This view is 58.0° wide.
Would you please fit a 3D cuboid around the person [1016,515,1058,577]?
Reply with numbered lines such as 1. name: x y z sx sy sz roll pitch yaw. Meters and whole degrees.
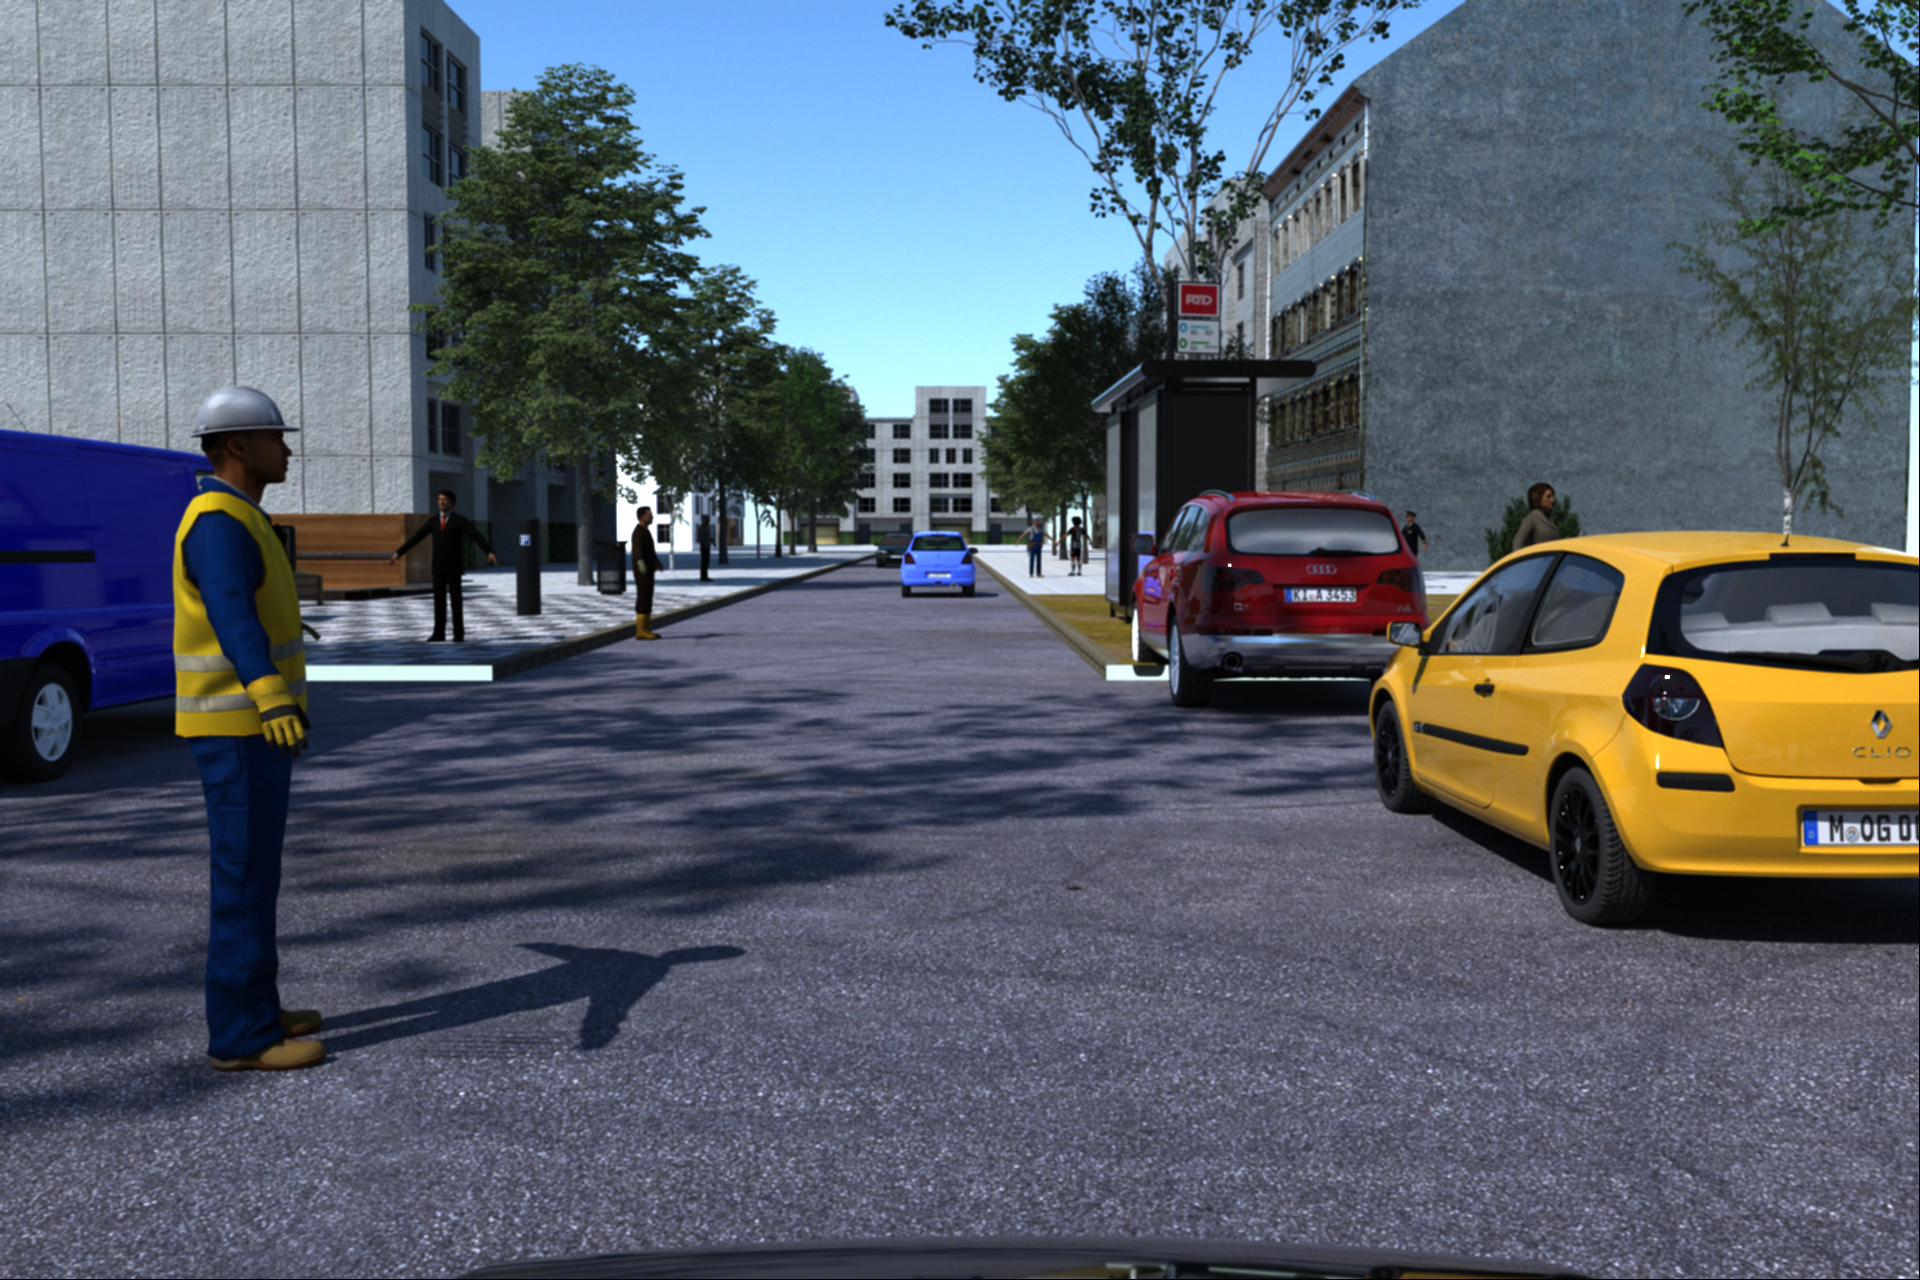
1. person: 2.252 -2.783 51.360 1.347 1.847 0.705 -1 4 -20

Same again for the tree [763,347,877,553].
1. tree: -9.985 -12.894 117.475 9.857 13.997 8.962 0 3 0

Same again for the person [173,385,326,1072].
1. person: -1.924 0.225 4.745 0.705 1.833 1.349 -1 4 -22

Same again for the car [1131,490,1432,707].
1. car: 2.774 -0.441 15.892 2.281 1.827 5.304 0 4 0

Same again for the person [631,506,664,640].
1. person: -4.256 -0.914 23.545 0.704 1.812 1.346 0 4 0

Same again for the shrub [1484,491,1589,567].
1. shrub: 9.306 -1.457 27.870 1.661 2.075 1.752 0 3 0

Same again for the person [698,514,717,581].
1. person: -6.889 -2.501 47.024 0.705 1.813 1.348 0 4 8

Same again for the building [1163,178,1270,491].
1. building: 21.528 -13.973 94.919 16.747 18.905 31.486 0 4 -1

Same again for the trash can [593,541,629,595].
1. trash can: -7.389 -1.533 36.715 0.748 1.137 0.748 0 3 0

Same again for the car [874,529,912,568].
1. car: -2.698 -3.971 74.710 2.009 1.686 4.222 0 4 0

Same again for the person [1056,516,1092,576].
1. person: 3.555 -2.887 53.341 1.345 1.843 0.704 -2 4 -30

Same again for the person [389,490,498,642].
1. person: -6.110 -0.881 20.596 1.347 1.806 0.705 0 4 8

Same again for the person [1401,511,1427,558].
1. person: 10.690 -2.157 41.196 0.705 1.837 1.347 -2 4 -25

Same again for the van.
1. van: -6.193 -0.444 11.649 2.240 2.365 5.245 0 4 -1

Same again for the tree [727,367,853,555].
1. tree: -10.380 -11.022 105.958 9.928 11.665 9.643 0 3 0

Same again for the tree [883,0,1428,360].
1. tree: 4.443 -11.406 42.376 12.611 20.169 13.585 0 3 0

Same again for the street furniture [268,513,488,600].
1. street furniture: -15.062 -1.882 37.633 11.010 1.723 9.812 0 4 3

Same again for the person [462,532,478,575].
1. person: -15.661 -2.918 53.934 1.346 1.802 0.704 1 4 18

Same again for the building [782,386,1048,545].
1. building: -5.413 -21.072 213.437 31.486 18.905 16.747 0 4 -1

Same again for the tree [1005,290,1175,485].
1. tree: 5.838 -7.962 64.589 8.767 10.594 7.601 0 4 4

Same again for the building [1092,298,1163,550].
1. building: 20.787 -18.873 139.495 19.493 23.208 18.063 0 4 -1

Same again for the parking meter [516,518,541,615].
1. parking meter: -6.851 -1.167 27.486 0.372 1.533 0.369 0 3 0

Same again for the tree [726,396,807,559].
1. tree: -10.102 -8.455 88.598 4.737 8.622 4.395 0 3 0

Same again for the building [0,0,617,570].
1. building: -25.407 -12.419 69.502 16.747 18.905 31.486 0 4 0

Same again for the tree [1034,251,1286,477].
1. tree: 6.383 -7.456 56.325 8.767 10.594 7.601 1 4 11

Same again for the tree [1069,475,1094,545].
1. tree: 16.032 -17.317 208.882 9.928 11.665 9.643 0 3 0

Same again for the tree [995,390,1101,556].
1. tree: 5.363 -10.280 102.482 8.767 10.594 7.601 3 5 43

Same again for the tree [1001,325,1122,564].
1. tree: 5.584 -8.564 74.428 8.767 10.594 7.601 2 4 32

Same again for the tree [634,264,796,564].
1. tree: -10.363 -9.487 73.247 7.486 12.596 7.792 0 3 0

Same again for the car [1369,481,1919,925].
1. car: 3.073 0.149 7.791 2.015 1.641 3.980 0 4 -1

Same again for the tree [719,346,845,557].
1. tree: -9.861 -10.354 95.049 9.928 11.665 9.643 0 3 0

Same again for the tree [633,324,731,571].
1. tree: -10.236 -6.697 59.863 4.360 8.622 3.978 0 3 0

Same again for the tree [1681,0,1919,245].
1. tree: 9.282 -5.439 14.682 9.928 11.665 9.643 0 3 0

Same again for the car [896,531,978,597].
1. car: -0.533 -1.889 40.477 1.945 1.707 3.694 0 4 -2

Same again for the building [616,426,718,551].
1. building: -24.961 -12.522 146.881 9.099 9.664 28.070 0 4 0

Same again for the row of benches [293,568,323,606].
1. row of benches: -12.446 -0.857 29.480 1.422 0.672 4.104 1 4 23

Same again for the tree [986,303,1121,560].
1. tree: 5.152 -10.214 85.128 7.486 12.596 7.792 0 3 0

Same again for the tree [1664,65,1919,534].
1. tree: 13.236 -4.752 28.055 4.360 8.622 3.978 0 3 0

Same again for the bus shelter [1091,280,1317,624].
1. bus shelter: 3.144 -2.905 25.131 2.179 5.291 8.768 0 4 -1

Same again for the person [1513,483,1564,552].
1. person: 5.278 -0.536 15.521 1.215 1.744 0.721 -3 5 -43

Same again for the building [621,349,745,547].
1. building: -28.287 -19.536 175.828 16.016 20.090 11.380 0 4 -1

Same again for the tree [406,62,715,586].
1. tree: -9.673 -7.610 42.548 7.486 12.596 7.792 0 3 0

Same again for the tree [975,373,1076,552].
1. tree: 4.516 -12.480 122.182 7.486 12.596 7.792 0 3 0

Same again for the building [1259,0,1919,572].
1. building: 22.809 -14.445 67.101 19.493 23.208 18.063 0 4 0
